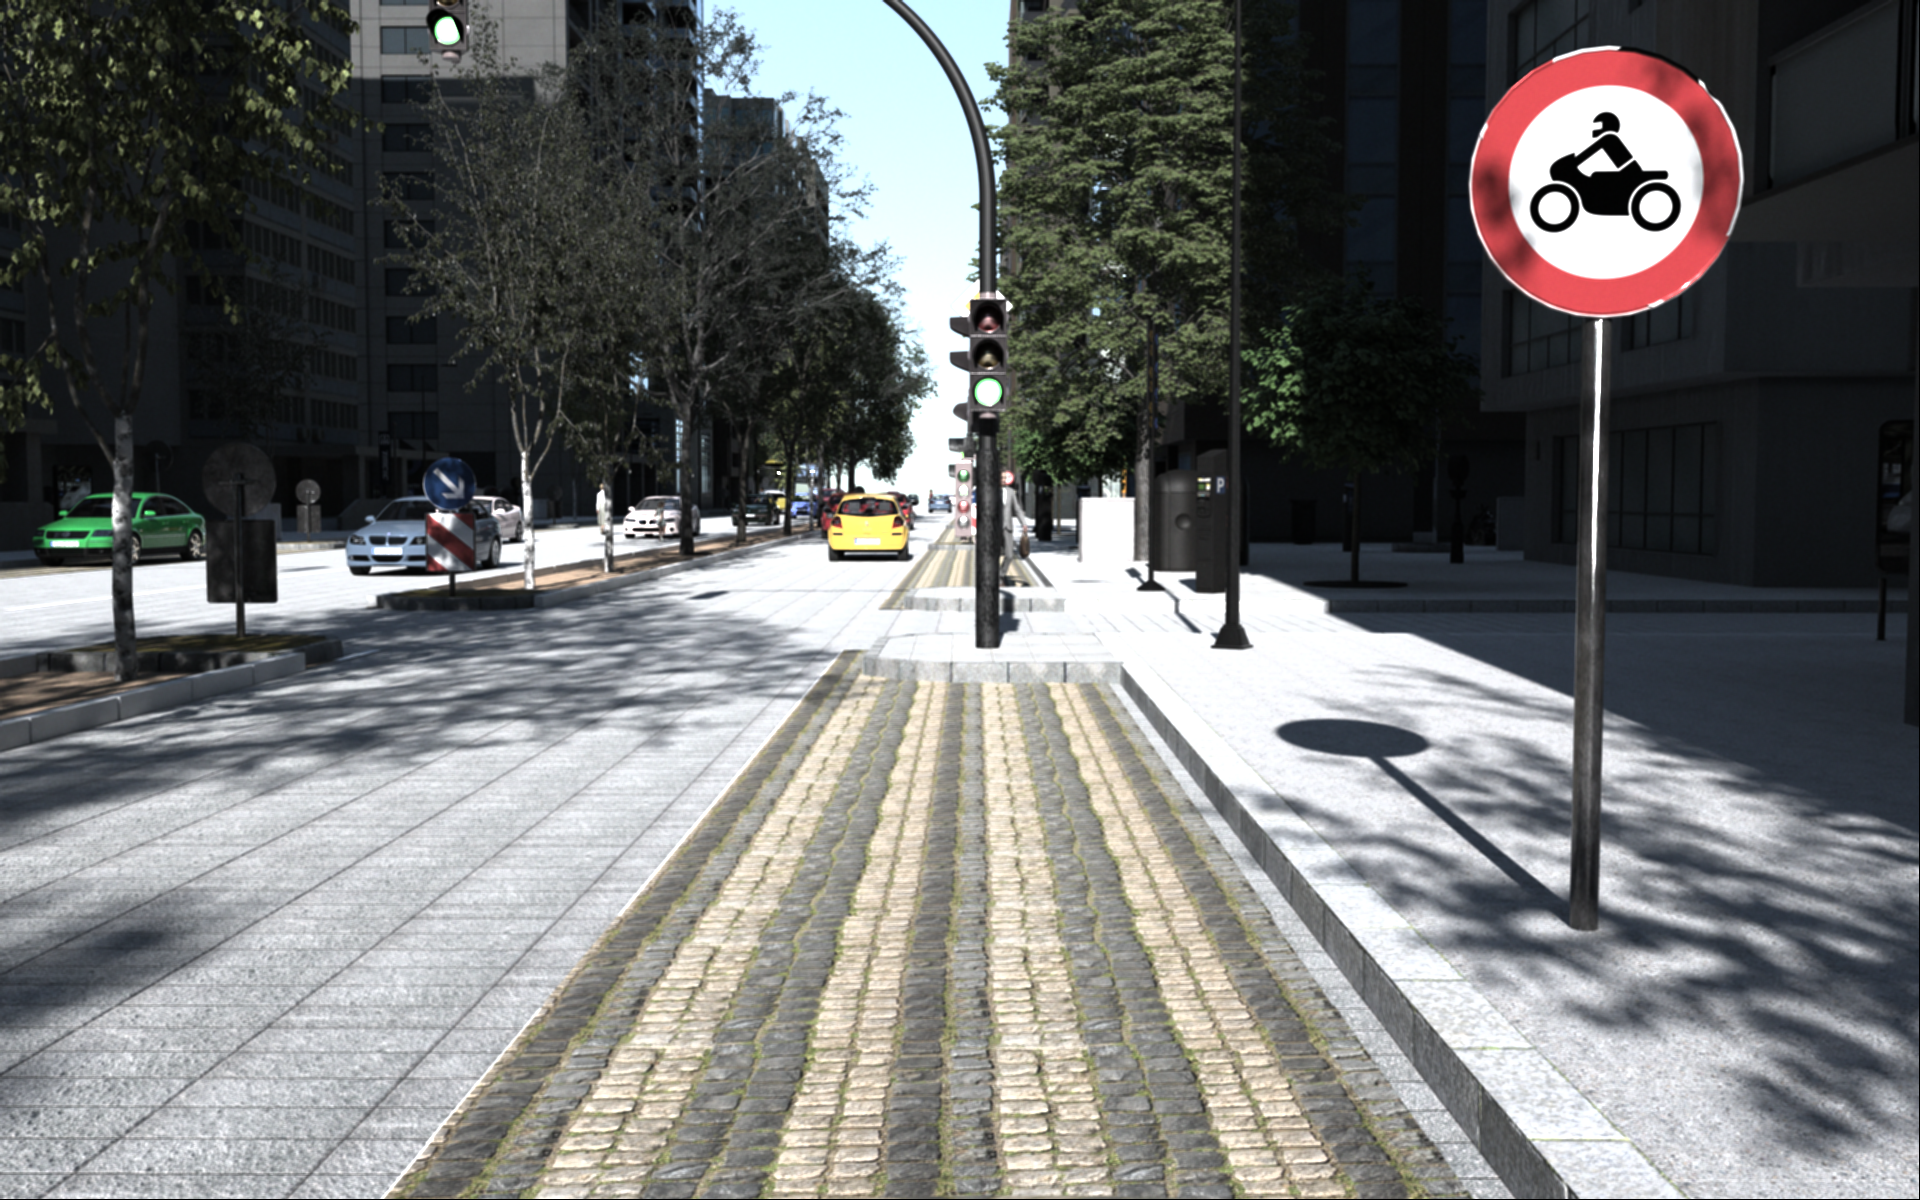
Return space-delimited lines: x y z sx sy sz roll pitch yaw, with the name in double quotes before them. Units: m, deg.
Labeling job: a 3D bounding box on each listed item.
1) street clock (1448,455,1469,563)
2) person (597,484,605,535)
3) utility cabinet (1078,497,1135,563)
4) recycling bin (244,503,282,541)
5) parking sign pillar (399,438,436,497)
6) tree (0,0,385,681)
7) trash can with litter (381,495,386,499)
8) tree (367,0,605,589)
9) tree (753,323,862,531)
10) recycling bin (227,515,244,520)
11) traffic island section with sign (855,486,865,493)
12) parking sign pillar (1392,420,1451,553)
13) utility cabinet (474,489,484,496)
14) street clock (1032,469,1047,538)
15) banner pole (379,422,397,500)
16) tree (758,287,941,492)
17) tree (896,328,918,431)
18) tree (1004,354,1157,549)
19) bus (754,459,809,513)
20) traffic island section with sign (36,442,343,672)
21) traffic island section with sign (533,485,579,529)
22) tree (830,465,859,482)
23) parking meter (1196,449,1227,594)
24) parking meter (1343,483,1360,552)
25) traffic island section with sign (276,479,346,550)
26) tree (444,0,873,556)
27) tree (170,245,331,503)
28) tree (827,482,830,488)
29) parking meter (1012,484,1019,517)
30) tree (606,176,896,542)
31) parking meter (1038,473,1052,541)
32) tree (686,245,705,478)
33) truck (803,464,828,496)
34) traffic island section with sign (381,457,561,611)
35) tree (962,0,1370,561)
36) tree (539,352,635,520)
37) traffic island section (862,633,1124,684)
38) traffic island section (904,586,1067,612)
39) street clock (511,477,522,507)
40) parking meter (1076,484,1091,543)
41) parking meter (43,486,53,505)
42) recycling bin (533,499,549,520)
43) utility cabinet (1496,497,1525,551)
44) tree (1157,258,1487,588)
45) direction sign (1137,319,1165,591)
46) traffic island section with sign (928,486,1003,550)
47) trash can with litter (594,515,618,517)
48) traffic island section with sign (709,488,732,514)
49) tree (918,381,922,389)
"street clock" 9.217 -1.682 32.066 0.358 2.002 0.471 3 4 39
"person" -12.534 -3.188 60.848 0.478 1.798 0.641 1 4 14
"utility cabinet" 2.749 -1.305 32.504 1.020 1.237 0.306 0 4 -7
"recycling bin" -19.144 -2.148 47.674 0.722 1.027 0.722 -3 4 -36
"parking sign pillar" -26.294 -5.787 83.094 1.447 3.967 1.447 0 4 7
"tree" -6.425 -3.695 13.239 4.737 8.622 4.395 0 3 0
"trash can with litter" -30.219 -4.914 91.395 1.678 1.210 2.233 0 4 -3
"tree" -6.441 -4.444 25.485 4.360 8.622 3.978 0 3 0
"tree" -5.692 -6.917 65.918 4.737 8.622 4.395 0 3 0
"recycling bin" -22.647 -2.576 54.679 0.722 1.027 0.722 0 3 0
"traffic island section with sign" -5.720 -5.456 97.344 2.006 1.907 1.989 0 4 0
"parking sign pillar" 10.328 -3.051 38.351 1.447 3.967 1.447 1 4 20
"utility cabinet" -26.159 -5.236 94.290 0.318 1.500 1.173 -3 4 -37
"street clock" 2.325 -2.801 50.370 0.358 2.002 0.471 3 5 40
"banner pole" -19.936 -4.312 60.523 0.863 3.779 0.401 1 4 14
"tree" -5.852 -10.628 93.226 9.611 12.733 9.660 0 3 0
"tree" -6.037 -7.507 59.604 8.767 10.594 7.601 0 4 0
"tree" 3.274 -3.485 40.693 4.285 4.588 4.351 0 3 0
"bus" -12.729 -8.175 125.210 2.896 3.916 12.252 0 4 0
"traffic island section with sign" -6.412 -0.408 14.801 2.006 1.907 1.989 0 4 0
"traffic island section with sign" -17.008 -3.894 72.296 1.989 1.847 2.006 0 4 0
"tree" -18.127 -20.244 256.744 9.928 11.665 9.643 0 3 0
"parking meter" 3.255 -1.023 22.440 0.255 1.863 0.399 3 5 41
"parking meter" 8.741 -1.850 38.655 0.372 1.533 0.369 0 3 0
"traffic island section with sign" -17.242 -2.246 45.342 1.989 1.847 2.006 0 4 0
"tree" -6.439 -7.800 40.358 12.009 13.543 11.850 0 3 0
"tree" -20.456 -6.116 50.354 4.360 8.622 3.978 0 3 0
"tree" -17.840 -14.448 230.828 1.663 3.219 1.824 0 3 0
"parking meter" 3.081 -5.524 96.035 0.255 1.863 0.399 2 4 25
"tree" -6.500 -6.956 50.600 8.767 10.594 7.601 0 4 0
"parking meter" 2.321 -2.544 47.301 0.255 1.863 0.399 -2 4 -23
"tree" -6.380 -4.786 31.078 4.360 8.622 3.978 0 3 0
"truck" -12.869 -10.320 158.484 2.967 4.110 18.799 0 4 0
"traffic island section with sign" -6.341 -0.861 22.208 2.006 1.907 1.989 0 4 0
"tree" 3.950 -7.024 32.968 7.486 12.596 7.792 0 3 0
"tree" -19.085 -8.324 86.467 4.737 8.622 4.395 0 3 0
"traffic island section" 0.244 0.476 14.506 2.009 0.180 2.903 0 4 0
"traffic island section" 0.311 -0.013 22.491 2.009 0.180 2.903 0 4 0
"street clock" -18.792 -4.212 73.428 0.358 2.002 0.471 1 4 21
"parking meter" 3.224 -2.254 45.271 0.372 1.533 0.369 0 3 0
"parking meter" -28.518 -2.805 54.276 0.372 1.533 0.369 0 3 0
"recycling bin" -21.250 -4.588 87.567 0.722 1.027 0.722 3 4 36
"utility cabinet" 12.720 -1.722 39.309 1.020 1.237 0.306 0 4 4
"tree" 5.577 -2.471 24.109 4.285 4.588 4.351 0 3 0
"direction sign" 2.544 -1.894 22.961 0.379 3.537 0.876 1 4 14
"traffic island section with sign" 0.170 -2.208 44.735 1.989 1.847 2.006 0 4 0
"trash can with litter" -19.946 -5.247 96.847 1.678 1.210 2.233 1 4 11
"traffic island section with sign" -16.611 -6.940 122.102 1.989 1.847 2.006 0 4 0
"tree" -6.056 -9.036 84.602 8.767 10.594 7.601 0 4 0
